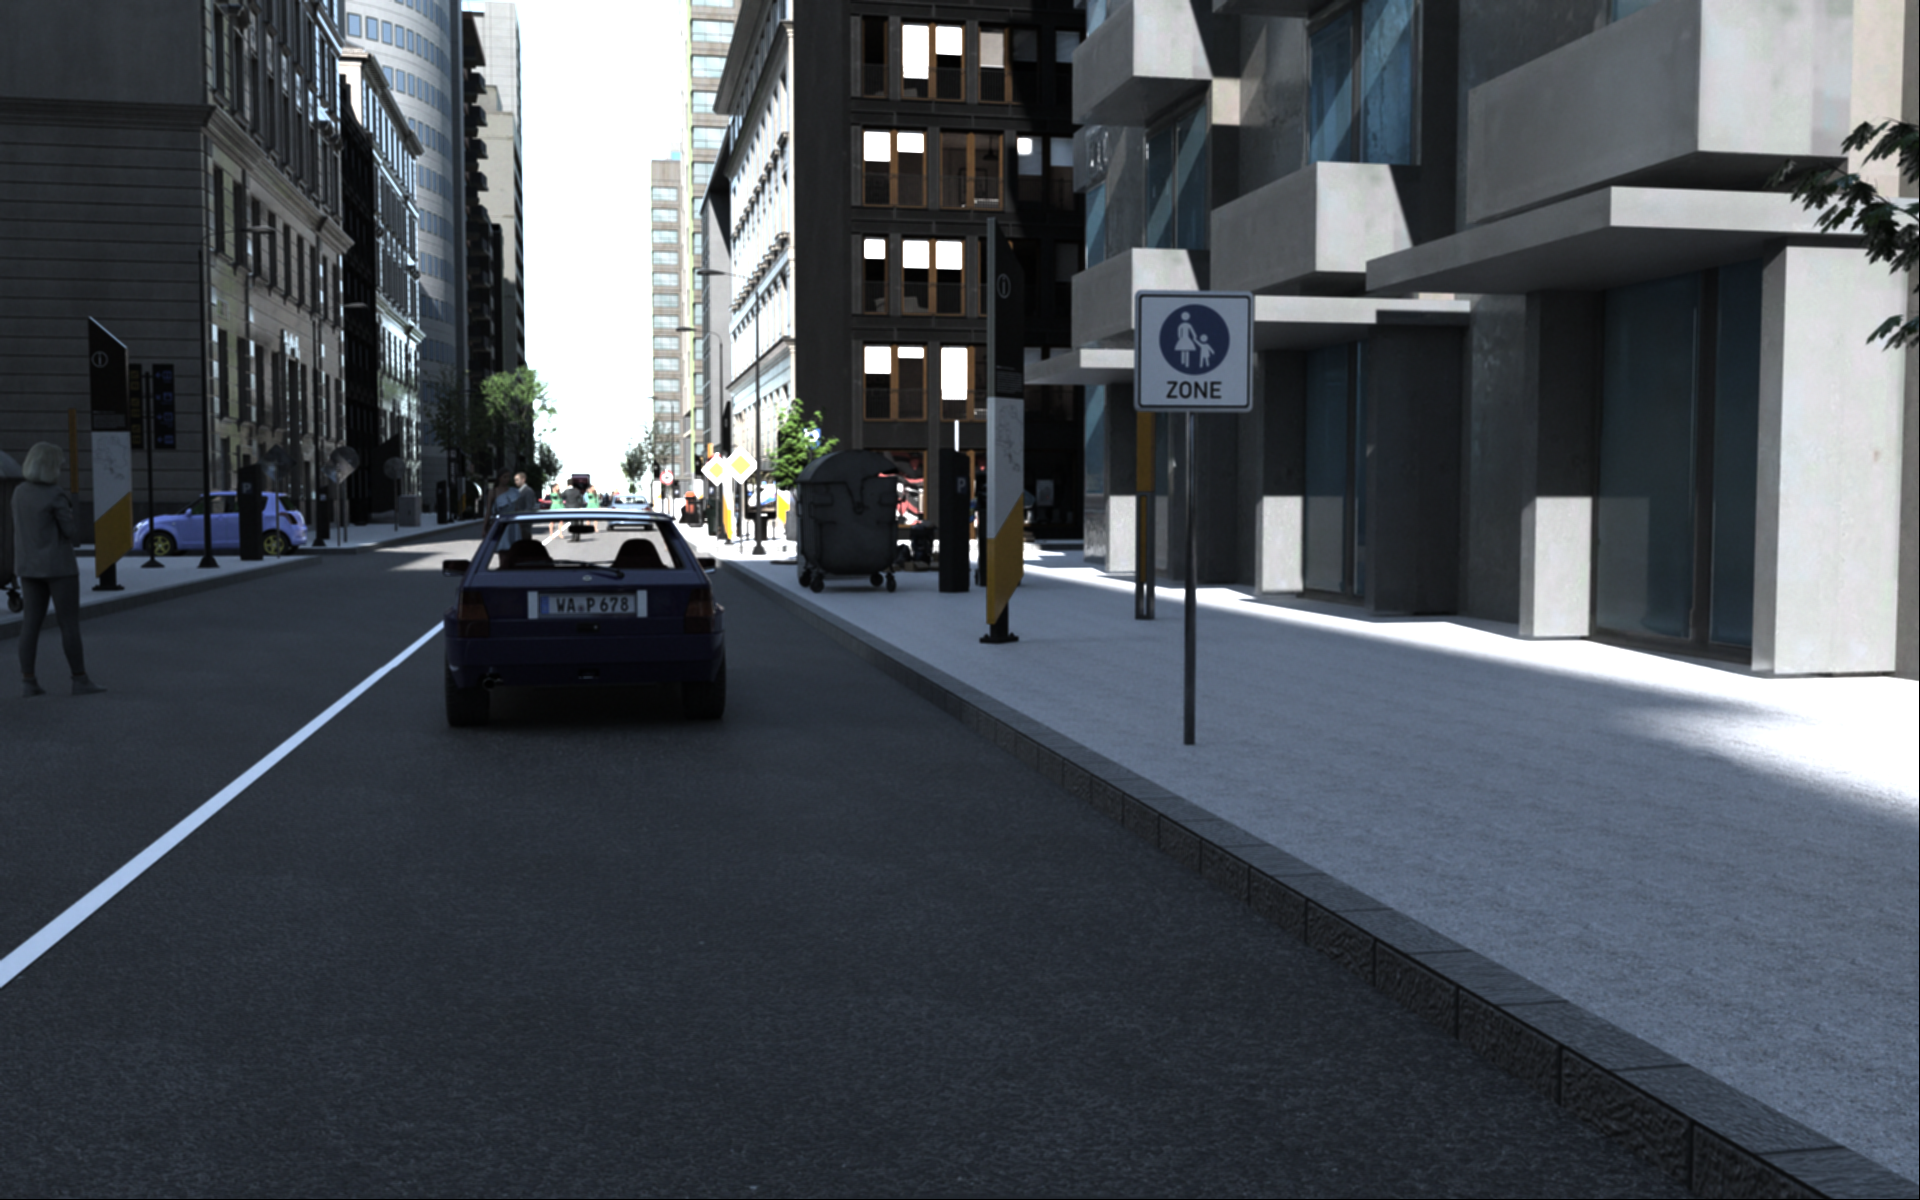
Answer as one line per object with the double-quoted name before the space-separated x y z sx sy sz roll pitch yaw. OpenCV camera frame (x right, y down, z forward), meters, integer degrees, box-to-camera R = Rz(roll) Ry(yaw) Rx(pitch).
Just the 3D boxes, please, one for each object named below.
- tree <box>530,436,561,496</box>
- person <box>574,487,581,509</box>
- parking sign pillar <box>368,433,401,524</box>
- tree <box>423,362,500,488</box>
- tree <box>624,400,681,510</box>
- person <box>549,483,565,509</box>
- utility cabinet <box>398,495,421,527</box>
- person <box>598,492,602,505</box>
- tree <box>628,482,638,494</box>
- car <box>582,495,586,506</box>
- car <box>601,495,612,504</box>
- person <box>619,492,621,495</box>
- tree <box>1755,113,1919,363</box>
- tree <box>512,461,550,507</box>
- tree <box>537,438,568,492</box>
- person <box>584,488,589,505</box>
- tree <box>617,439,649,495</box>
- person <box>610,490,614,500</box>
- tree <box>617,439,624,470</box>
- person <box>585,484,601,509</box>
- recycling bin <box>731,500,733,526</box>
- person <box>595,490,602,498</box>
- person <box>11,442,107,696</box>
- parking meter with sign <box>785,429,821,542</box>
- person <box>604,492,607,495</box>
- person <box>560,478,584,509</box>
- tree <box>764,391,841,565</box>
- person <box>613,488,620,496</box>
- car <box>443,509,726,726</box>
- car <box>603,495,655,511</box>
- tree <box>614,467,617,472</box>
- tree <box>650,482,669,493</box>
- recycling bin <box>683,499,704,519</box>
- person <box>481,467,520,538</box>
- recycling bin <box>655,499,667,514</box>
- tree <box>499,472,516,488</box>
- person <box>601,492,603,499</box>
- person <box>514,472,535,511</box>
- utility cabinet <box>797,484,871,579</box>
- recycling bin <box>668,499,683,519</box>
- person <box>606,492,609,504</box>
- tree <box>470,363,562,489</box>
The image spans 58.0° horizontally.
"tree" -51.960 -16.312 217.067 4.360 8.622 3.978 0 3 0
"person" -22.304 -5.631 100.549 0.794 1.824 0.713 -2 4 -23
"parking sign pillar" -25.151 -5.331 75.633 1.447 3.967 1.447 -3 4 -38
"tree" -27.709 -8.877 95.507 4.737 8.622 4.395 0 3 0
"tree" -23.776 -11.268 134.600 4.360 8.622 3.978 0 3 0
"person" -12.964 -2.869 55.663 0.529 1.795 0.600 2 4 34
"utility cabinet" -21.830 -3.514 68.620 1.020 1.237 0.306 2 4 33
"person" -49.072 -13.847 235.609 1.217 1.736 0.721 3 4 36
"tree" -47.097 -15.530 248.523 1.663 3.219 1.824 0 3 0
"car" -46.000 -11.988 208.362 2.083 1.381 4.827 -1 4 -12
"car" -49.190 -14.055 242.160 2.083 1.381 4.827 -1 4 -11
"person" -44.245 -13.178 224.756 0.445 1.727 0.742 -2 4 -30
"tree" 3.136 -0.585 4.166 1.663 3.219 1.824 0 3 0
"tree" -43.694 -11.865 177.712 4.285 4.588 4.351 0 3 0
"tree" -53.399 -16.904 226.749 4.737 8.622 4.395 0 3 0
"person" -24.836 -6.556 115.552 0.638 1.841 0.748 2 4 28
"tree" -43.516 -17.334 233.778 4.737 8.622 4.395 0 3 0
"person" -29.109 -8.344 145.639 0.721 1.735 1.217 2 4 23
"tree" -40.540 -16.182 214.940 4.360 8.622 3.978 0 3 0
"person" -13.742 -3.427 64.773 0.529 1.795 0.600 3 5 40
"recycling bin" -9.483 -3.428 68.605 0.722 1.027 0.722 3 5 43
"person" -36.129 -9.999 171.990 1.348 1.824 0.705 0 4 7
"person" -6.530 -0.230 12.446 0.537 1.800 0.526 2 4 28
"parking meter with sign" -4.305 -3.087 46.738 0.543 3.016 1.738 -2 4 -24
"person" -54.641 -15.809 266.960 1.348 1.826 0.705 0 4 8
"person" -11.566 -2.675 51.593 0.474 1.900 0.648 3 4 38
"tree" -3.061 -2.275 31.795 1.663 3.219 1.824 0 3 0
"person" -21.348 -6.069 107.699 0.573 1.828 0.580 -3 5 -44
"car" -2.649 0.025 12.173 1.945 1.354 3.894 -1 4 -13
"car" -12.984 -3.423 67.976 2.014 1.417 4.499 -1 4 -12
"tree" -48.697 -18.647 255.232 4.737 8.622 4.395 0 3 0
"tree" -24.589 -8.944 140.833 1.663 3.219 1.824 0 3 0
"recycling bin" -13.814 -4.752 90.244 0.722 1.027 0.722 1 4 14
"person" -6.460 -0.968 24.427 0.616 1.811 0.778 -2 4 -28
"recycling bin" -16.643 -5.164 96.978 0.722 1.027 0.722 0 4 7
"tree" -34.513 -8.367 131.409 1.663 3.219 1.824 0 3 0
"person" -53.883 -15.345 259.925 0.750 1.759 0.617 2 4 28
"person" -7.551 -1.307 29.984 0.853 1.813 0.709 -3 5 -40
"utility cabinet" -1.862 -1.064 26.072 1.173 1.500 0.318 -2 4 -35
"recycling bin" -15.070 -4.913 92.888 0.722 1.027 0.722 0 4 8
"person" -43.961 -12.622 215.580 0.721 1.736 1.217 0 4 -2
"tree" -35.104 -12.916 136.935 9.928 11.665 9.643 0 3 0
